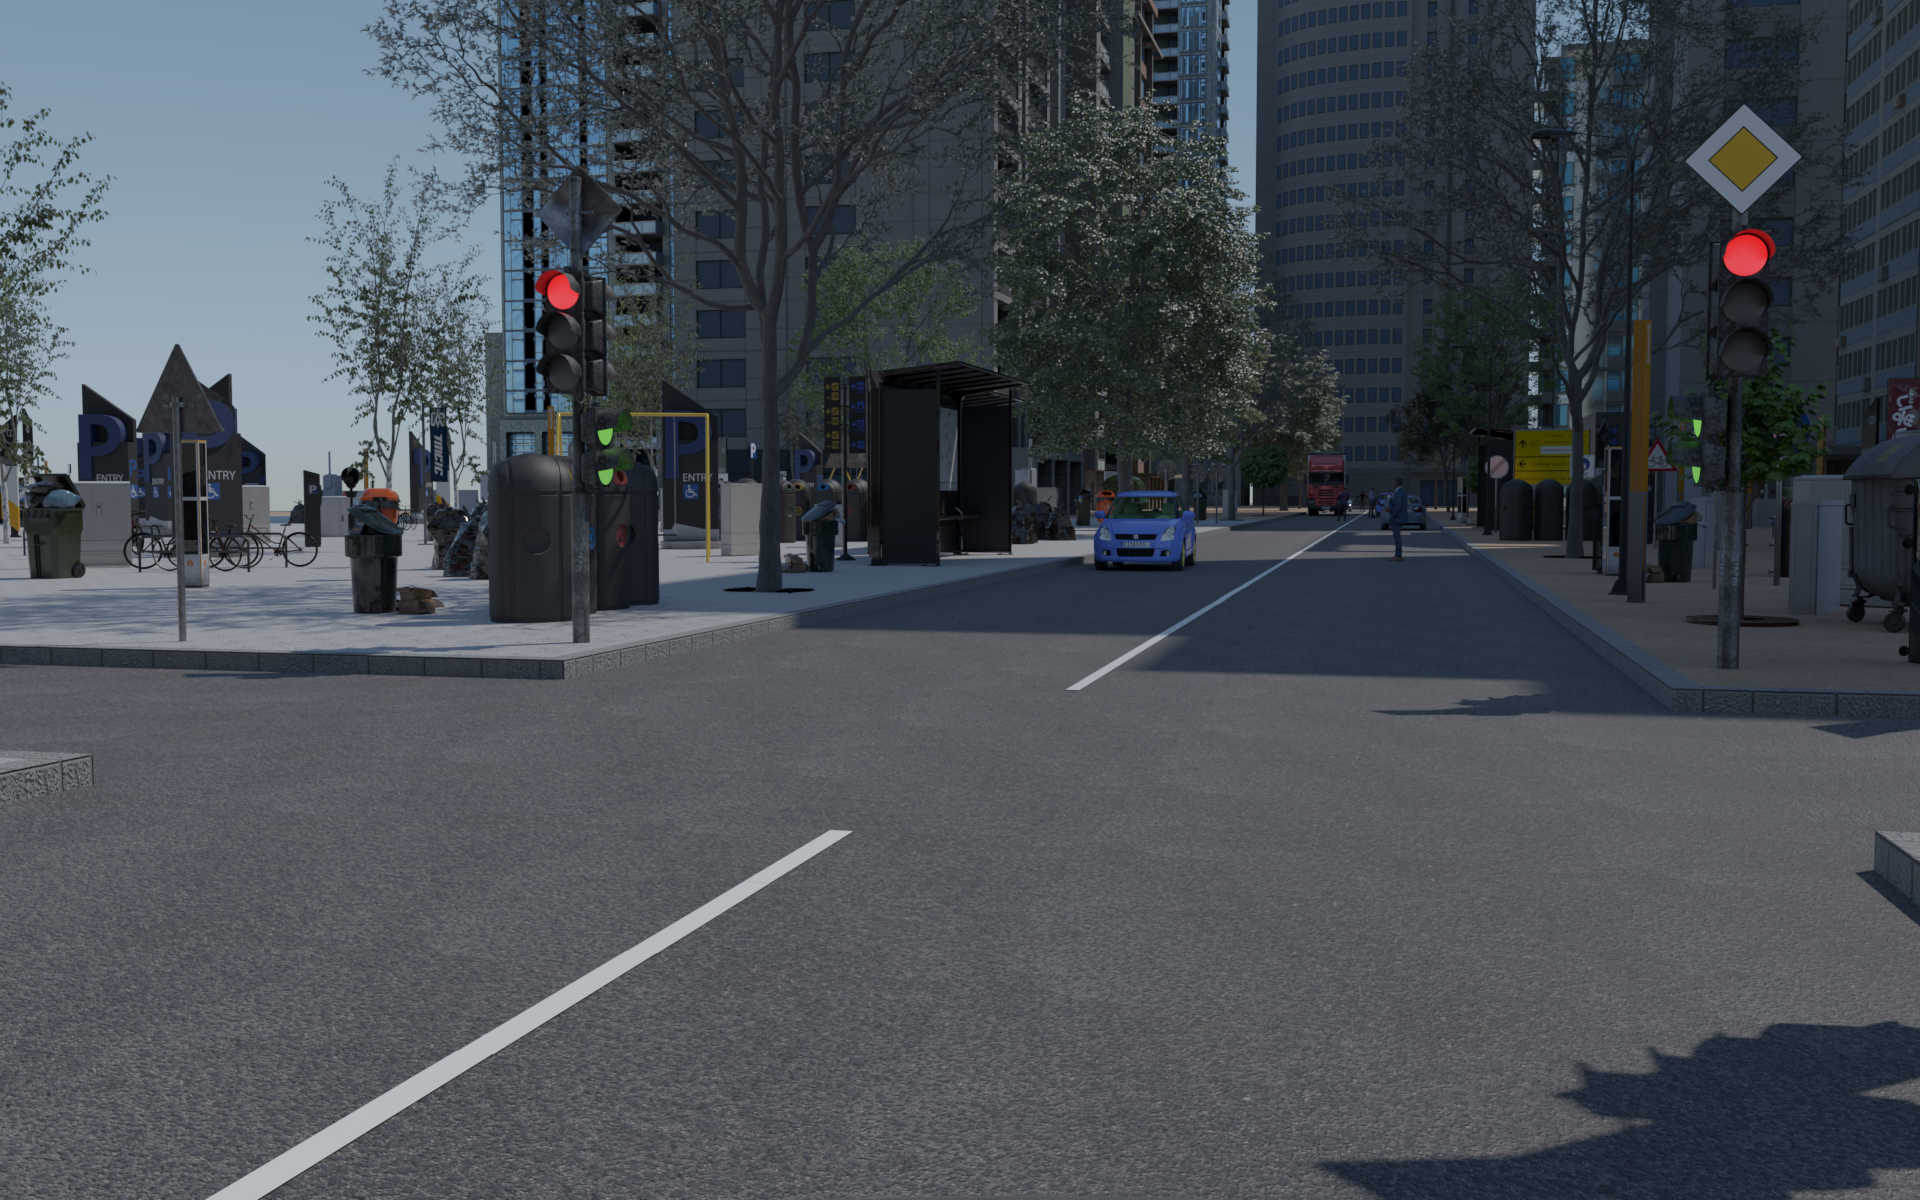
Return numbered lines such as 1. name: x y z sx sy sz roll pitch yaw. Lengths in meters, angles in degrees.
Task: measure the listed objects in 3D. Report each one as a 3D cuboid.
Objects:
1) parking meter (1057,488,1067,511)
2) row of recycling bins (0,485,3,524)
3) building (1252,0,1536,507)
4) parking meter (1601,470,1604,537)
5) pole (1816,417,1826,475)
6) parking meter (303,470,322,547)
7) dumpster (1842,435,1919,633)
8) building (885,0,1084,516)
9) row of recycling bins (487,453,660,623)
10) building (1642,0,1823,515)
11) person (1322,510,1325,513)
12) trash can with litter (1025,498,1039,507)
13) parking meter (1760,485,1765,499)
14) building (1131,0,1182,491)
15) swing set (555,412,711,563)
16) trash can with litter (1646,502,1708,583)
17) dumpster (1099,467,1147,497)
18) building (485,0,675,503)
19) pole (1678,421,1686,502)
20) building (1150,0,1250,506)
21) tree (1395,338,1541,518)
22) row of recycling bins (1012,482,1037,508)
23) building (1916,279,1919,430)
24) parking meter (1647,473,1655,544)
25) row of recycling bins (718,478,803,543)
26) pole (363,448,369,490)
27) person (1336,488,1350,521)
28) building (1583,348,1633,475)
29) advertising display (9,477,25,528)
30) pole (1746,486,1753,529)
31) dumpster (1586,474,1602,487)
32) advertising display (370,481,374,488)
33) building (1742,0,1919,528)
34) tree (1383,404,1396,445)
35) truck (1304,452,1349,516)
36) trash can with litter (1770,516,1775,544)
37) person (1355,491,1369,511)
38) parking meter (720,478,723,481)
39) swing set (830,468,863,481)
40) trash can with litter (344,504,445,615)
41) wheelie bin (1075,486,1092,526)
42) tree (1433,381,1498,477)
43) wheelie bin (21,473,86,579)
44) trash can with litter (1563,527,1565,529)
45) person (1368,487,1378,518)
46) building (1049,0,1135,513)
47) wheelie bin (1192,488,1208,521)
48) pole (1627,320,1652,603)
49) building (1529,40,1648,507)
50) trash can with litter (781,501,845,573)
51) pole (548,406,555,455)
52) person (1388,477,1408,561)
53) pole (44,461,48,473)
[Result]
1. parking meter: 3.979 -3.623 67.647 0.372 1.533 0.369 0 3 0
2. row of recycling bins: -41.904 -4.096 74.089 1.069 1.692 3.534 1 4 10
3. building: 46.461 -39.482 187.524 28.212 58.520 21.231 1 4 14
4. parking meter: 15.952 -2.252 42.524 0.255 1.863 0.399 -1 4 -15
5. pole: 22.711 -3.173 45.722 0.158 3.312 0.155 0 3 0
6. parking meter: -15.656 -2.214 41.911 0.399 1.863 0.255 -2 4 -28
7. dumpster: 9.296 -0.657 16.495 1.264 1.857 1.865 1 4 14
8. building: -3.442 -40.576 101.671 20.563 71.187 20.611 1 4 14
9. row of recycling bins: -4.185 -0.719 18.862 1.069 1.692 3.534 1 4 9
10. building: 50.572 -34.048 98.688 21.231 58.520 28.212 1 4 14
11. person: 27.293 -7.432 130.021 0.705 1.824 1.348 1 4 22
12. trash can with litter: 2.420 -2.461 51.628 1.055 1.170 0.624 2 4 28
13. parking meter: 37.993 -4.682 82.261 0.399 1.863 0.255 -1 4 -22
14. building: 3.313 -30.078 146.406 28.867 44.769 22.147 1 4 14
15. swing set: -6.415 -2.191 33.442 3.119 2.851 2.862 0 4 -8
16. trash can with litter: 10.257 -0.839 25.108 1.055 1.170 0.624 -2 4 -30
17. dumpster: 5.793 -3.610 61.512 1.502 2.255 1.985 1 4 14
18. building: -26.017 -51.288 151.226 31.000 86.520 22.319 1 4 14
19. pole: 20.297 -3.357 48.731 0.158 3.312 0.155 0 3 0
20. building: 17.002 -53.920 194.261 31.000 86.520 22.319 1 4 14
21. tree: 27.829 -9.746 93.751 7.601 10.594 8.767 1 4 16
22. row of recycling bins: 0.812 -3.092 57.669 3.534 1.692 1.069 0 4 0
23. building: 31.451 -23.744 38.318 14.600 45.320 14.200 1 4 14
24. parking meter: 17.558 -2.363 44.352 0.399 1.863 0.255 0 4 -4
25. row of recycling bins: -5.974 -2.312 44.916 3.534 1.692 1.069 -2 4 -29
26. pole: -26.461 -5.097 77.185 0.158 3.312 0.155 0 3 0
27. person: 20.212 -5.048 91.478 0.683 1.767 0.568 0 4 2
28. building: 59.467 -49.749 126.072 22.319 86.520 31.000 1 4 14
29. advertising display: -35.939 -3.729 66.180 0.974 1.923 0.123 0 4 -2
30. pole: 29.093 -4.276 63.751 0.158 3.312 0.155 0 3 0
31. dumpster: 18.427 -2.680 49.571 1.264 1.857 1.865 1 4 14
32. advertising display: -28.524 -4.824 84.088 0.123 1.923 0.974 -1 4 -22
33. building: 46.946 -22.666 62.474 32.217 40.220 23.993 1 4 14
34. tree: 34.817 -11.572 123.611 8.767 10.594 7.601 -1 4 -11
35. truck: 24.794 -7.841 117.115 2.839 4.237 11.283 1 4 12
36. trash can with litter: 13.249 -0.958 27.054 1.055 1.170 0.624 1 4 17
37. person: 33.335 -8.199 143.374 1.217 1.723 0.721 1 4 21
38. parking meter: -8.928 -3.548 63.729 0.399 1.863 0.255 1 4 16
39. swing set: -4.893 -4.967 78.829 2.862 2.851 3.119 1 4 23
40. trash can with litter: -6.089 -0.447 18.702 1.055 1.170 0.624 1 4 14
41. wheelie bin: 4.973 -3.781 69.721 0.693 1.594 0.980 0 4 2
42. tree: 31.249 -9.537 106.299 4.360 8.622 3.978 0 3 0
43. wheelie bin: -13.784 -1.128 26.359 0.980 1.594 0.693 1 4 17
44. trash can with litter: 21.598 -2.999 60.422 1.055 1.170 0.624 -2 4 -29
45. person: 24.611 -5.785 102.959 0.599 1.838 0.709 3 4 37
46. building: 4.012 -26.683 119.864 14.154 41.232 14.086 1 4 14
47. wheelie bin: 11.616 -4.648 83.906 0.693 1.594 0.980 0 4 -2
48. pole: 8.003 -1.624 20.400 0.158 3.312 0.155 0 3 0
49. building: 75.171 -34.379 181.710 30.456 49.044 23.786 1 4 14
50. trash can with litter: -2.448 -1.038 28.357 1.055 1.170 0.624 -3 5 -42
51. pole: -9.514 -2.846 40.378 0.158 3.312 0.155 0 3 0
52. person: 9.380 -1.737 37.082 0.419 1.800 0.721 1 4 19
53. pole: -55.821 -6.851 105.864 0.158 3.312 0.155 0 3 0
